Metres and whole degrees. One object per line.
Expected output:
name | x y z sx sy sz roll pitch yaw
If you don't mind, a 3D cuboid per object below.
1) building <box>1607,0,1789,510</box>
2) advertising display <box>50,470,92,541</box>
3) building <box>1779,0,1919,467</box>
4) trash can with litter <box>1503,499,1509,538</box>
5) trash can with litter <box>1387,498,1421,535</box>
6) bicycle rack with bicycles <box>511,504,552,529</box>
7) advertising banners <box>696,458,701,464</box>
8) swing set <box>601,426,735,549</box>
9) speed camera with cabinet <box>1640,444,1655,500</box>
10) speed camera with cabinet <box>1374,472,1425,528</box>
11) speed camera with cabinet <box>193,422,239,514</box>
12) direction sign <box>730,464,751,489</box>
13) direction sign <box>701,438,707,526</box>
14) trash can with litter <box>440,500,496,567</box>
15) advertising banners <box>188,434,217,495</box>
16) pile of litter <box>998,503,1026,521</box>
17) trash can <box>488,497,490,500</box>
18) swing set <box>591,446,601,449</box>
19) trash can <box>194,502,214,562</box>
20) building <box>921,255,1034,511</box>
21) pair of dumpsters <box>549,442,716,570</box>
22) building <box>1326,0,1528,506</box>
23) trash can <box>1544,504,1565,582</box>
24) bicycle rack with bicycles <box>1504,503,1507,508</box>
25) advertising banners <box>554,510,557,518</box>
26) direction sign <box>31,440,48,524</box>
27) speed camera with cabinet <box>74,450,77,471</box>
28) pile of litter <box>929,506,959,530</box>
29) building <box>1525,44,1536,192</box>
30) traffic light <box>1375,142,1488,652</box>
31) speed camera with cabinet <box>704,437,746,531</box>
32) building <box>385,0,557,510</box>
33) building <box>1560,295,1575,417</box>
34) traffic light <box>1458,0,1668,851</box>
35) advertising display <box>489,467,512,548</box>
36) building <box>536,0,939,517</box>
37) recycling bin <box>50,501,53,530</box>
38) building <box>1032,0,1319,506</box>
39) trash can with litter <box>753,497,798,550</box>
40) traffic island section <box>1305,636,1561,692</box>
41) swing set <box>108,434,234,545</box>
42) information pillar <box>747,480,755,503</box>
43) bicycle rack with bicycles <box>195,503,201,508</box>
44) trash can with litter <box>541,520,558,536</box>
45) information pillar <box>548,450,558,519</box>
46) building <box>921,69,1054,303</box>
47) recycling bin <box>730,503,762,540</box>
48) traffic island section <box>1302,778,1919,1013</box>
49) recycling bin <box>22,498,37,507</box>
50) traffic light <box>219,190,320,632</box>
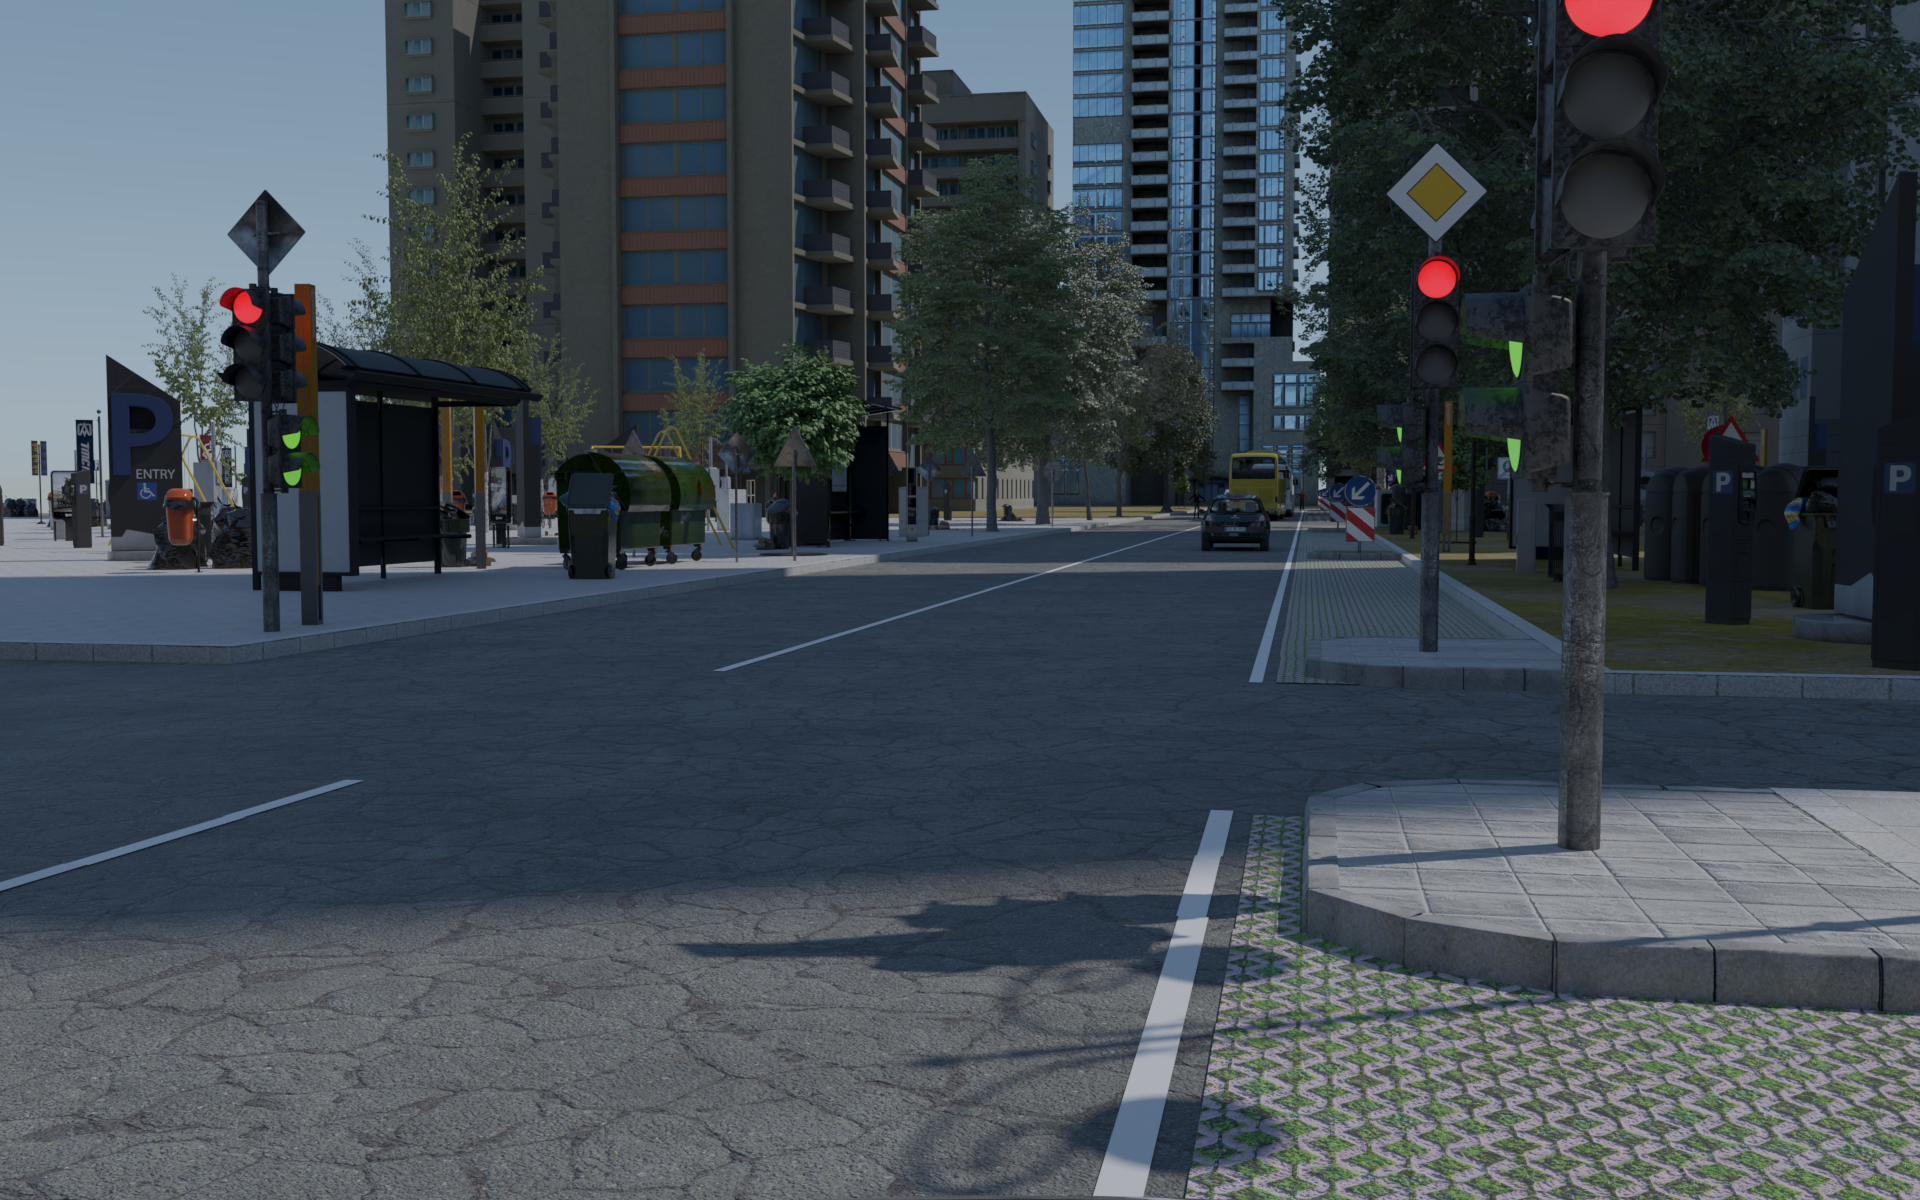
building | 46.747 -25.985 108.454 14.154 41.232 14.086 1 4 11
advertising display | -24.252 -2.572 47.265 0.974 1.923 0.123 -3 4 -38
building | 41.074 -31.700 60.302 21.231 58.520 28.212 1 4 11
trash can with litter | 15.204 -2.151 46.558 1.055 1.170 0.624 0 4 -4
trash can with litter | 14.087 -2.661 54.898 1.055 1.170 0.624 1 4 21
bicycle rack with bicycles | -16.364 -3.139 64.700 2.852 0.926 2.925 -1 4 -10
advertising banners | -13.376 -5.386 84.241 0.090 3.025 2.074 3 5 42
swing set | -7.000 -2.682 41.465 2.862 2.851 3.119 -1 4 -14
speed camera with cabinet | 26.437 -4.549 68.720 2.038 3.252 0.660 1 4 17
speed camera with cabinet | 17.019 -4.418 66.563 2.038 3.252 0.660 0 4 2
speed camera with cabinet | -20.612 -3.280 47.971 0.660 3.252 2.038 0 4 -5
direction sign | -8.586 -4.630 67.693 0.876 3.537 0.379 -2 4 -33
direction sign | -10.490 -4.813 70.686 0.379 3.537 0.876 0 4 -2
trash can with litter | -8.796 -1.177 30.632 0.624 1.170 1.055 3 5 39
advertising banners | -22.579 -3.313 50.351 0.090 3.025 2.074 3 5 41
pile of litter | 2.428 -4.152 81.856 1.176 0.858 1.719 -1 4 -22
trash can | -21.544 -4.139 79.327 0.748 1.137 0.748 0 3 0
swing set | -10.702 -3.612 56.680 3.119 2.851 2.862 -1 4 -14
trash can | -14.443 -1.285 32.664 0.748 1.137 0.748 0 3 0
building | -10.293 -18.275 143.837 28.899 21.520 27.650 1 4 11
pair of dumpsters | -5.837 -1.754 31.164 1.574 2.255 4.437 1 4 11
building | 51.034 -45.965 189.786 20.611 71.187 20.563 1 4 11
trash can | 8.926 -0.837 25.332 0.748 1.137 0.748 0 3 0
bicycle rack with bicycles | 26.545 -4.256 82.970 2.925 0.926 2.852 2 4 26
advertising banners | -22.710 -6.002 94.320 2.074 3.025 0.090 -1 4 -9
direction sign | -39.077 -4.989 73.569 0.379 3.537 0.876 1 4 12
speed camera with cabinet | -40.186 -5.116 77.988 0.660 3.252 2.038 -3 5 -42
pile of litter | -0.841 -2.963 62.405 1.719 0.858 1.176 0 4 -3
building | 76.103 -36.733 189.828 27.495 52.752 28.713 1 4 11
traffic light | 3.805 -1.535 14.017 0.839 4.253 0.868 1 4 11
speed camera with cabinet | -8.388 -4.060 60.716 0.660 3.252 2.038 2 4 35
building | -34.578 -32.209 150.314 21.600 48.544 21.300 1 4 11
building | 55.060 -28.990 128.605 22.147 44.769 28.867 1 4 11
traffic light | 2.233 -1.056 6.187 0.839 4.253 0.868 1 4 11
advertising display | -10.936 -2.203 41.226 0.123 1.923 0.974 -3 4 -38
building | -13.645 -27.752 108.366 22.147 44.769 28.867 1 4 11
recycling bin | -32.215 -3.043 62.300 0.722 1.027 0.722 0 4 -3
building | 25.070 -53.976 195.171 31.000 86.520 22.319 1 4 11
trash can with litter | -4.271 -1.752 40.031 0.624 1.170 1.055 2 4 30
traffic island section | 3.842 0.499 14.123 2.009 0.180 2.903 1 4 11
swing set | -20.137 -2.882 44.737 2.862 2.851 3.119 -1 4 -10
information pillar | -10.912 -5.254 90.397 0.304 2.012 0.304 3 4 36
bicycle rack with bicycles | -30.324 -3.339 67.974 2.925 0.926 2.852 2 4 30
trash can with litter | -12.126 -2.600 53.570 2.233 1.210 1.678 -1 4 -14
information pillar | -20.668 -5.910 87.983 0.504 3.616 0.183 0 4 2
building | -1.019 -35.368 201.963 21.600 48.544 21.300 1 4 11
recycling bin | -5.991 -2.198 48.497 0.722 1.027 0.722 1 4 11
traffic island section | 2.270 0.978 6.293 2.009 0.180 2.903 1 4 11
recycling bin | -53.181 -5.272 98.743 0.722 1.027 0.722 1 4 18
traffic light | -6.407 -1.659 16.043 0.839 4.253 0.868 1 4 11
